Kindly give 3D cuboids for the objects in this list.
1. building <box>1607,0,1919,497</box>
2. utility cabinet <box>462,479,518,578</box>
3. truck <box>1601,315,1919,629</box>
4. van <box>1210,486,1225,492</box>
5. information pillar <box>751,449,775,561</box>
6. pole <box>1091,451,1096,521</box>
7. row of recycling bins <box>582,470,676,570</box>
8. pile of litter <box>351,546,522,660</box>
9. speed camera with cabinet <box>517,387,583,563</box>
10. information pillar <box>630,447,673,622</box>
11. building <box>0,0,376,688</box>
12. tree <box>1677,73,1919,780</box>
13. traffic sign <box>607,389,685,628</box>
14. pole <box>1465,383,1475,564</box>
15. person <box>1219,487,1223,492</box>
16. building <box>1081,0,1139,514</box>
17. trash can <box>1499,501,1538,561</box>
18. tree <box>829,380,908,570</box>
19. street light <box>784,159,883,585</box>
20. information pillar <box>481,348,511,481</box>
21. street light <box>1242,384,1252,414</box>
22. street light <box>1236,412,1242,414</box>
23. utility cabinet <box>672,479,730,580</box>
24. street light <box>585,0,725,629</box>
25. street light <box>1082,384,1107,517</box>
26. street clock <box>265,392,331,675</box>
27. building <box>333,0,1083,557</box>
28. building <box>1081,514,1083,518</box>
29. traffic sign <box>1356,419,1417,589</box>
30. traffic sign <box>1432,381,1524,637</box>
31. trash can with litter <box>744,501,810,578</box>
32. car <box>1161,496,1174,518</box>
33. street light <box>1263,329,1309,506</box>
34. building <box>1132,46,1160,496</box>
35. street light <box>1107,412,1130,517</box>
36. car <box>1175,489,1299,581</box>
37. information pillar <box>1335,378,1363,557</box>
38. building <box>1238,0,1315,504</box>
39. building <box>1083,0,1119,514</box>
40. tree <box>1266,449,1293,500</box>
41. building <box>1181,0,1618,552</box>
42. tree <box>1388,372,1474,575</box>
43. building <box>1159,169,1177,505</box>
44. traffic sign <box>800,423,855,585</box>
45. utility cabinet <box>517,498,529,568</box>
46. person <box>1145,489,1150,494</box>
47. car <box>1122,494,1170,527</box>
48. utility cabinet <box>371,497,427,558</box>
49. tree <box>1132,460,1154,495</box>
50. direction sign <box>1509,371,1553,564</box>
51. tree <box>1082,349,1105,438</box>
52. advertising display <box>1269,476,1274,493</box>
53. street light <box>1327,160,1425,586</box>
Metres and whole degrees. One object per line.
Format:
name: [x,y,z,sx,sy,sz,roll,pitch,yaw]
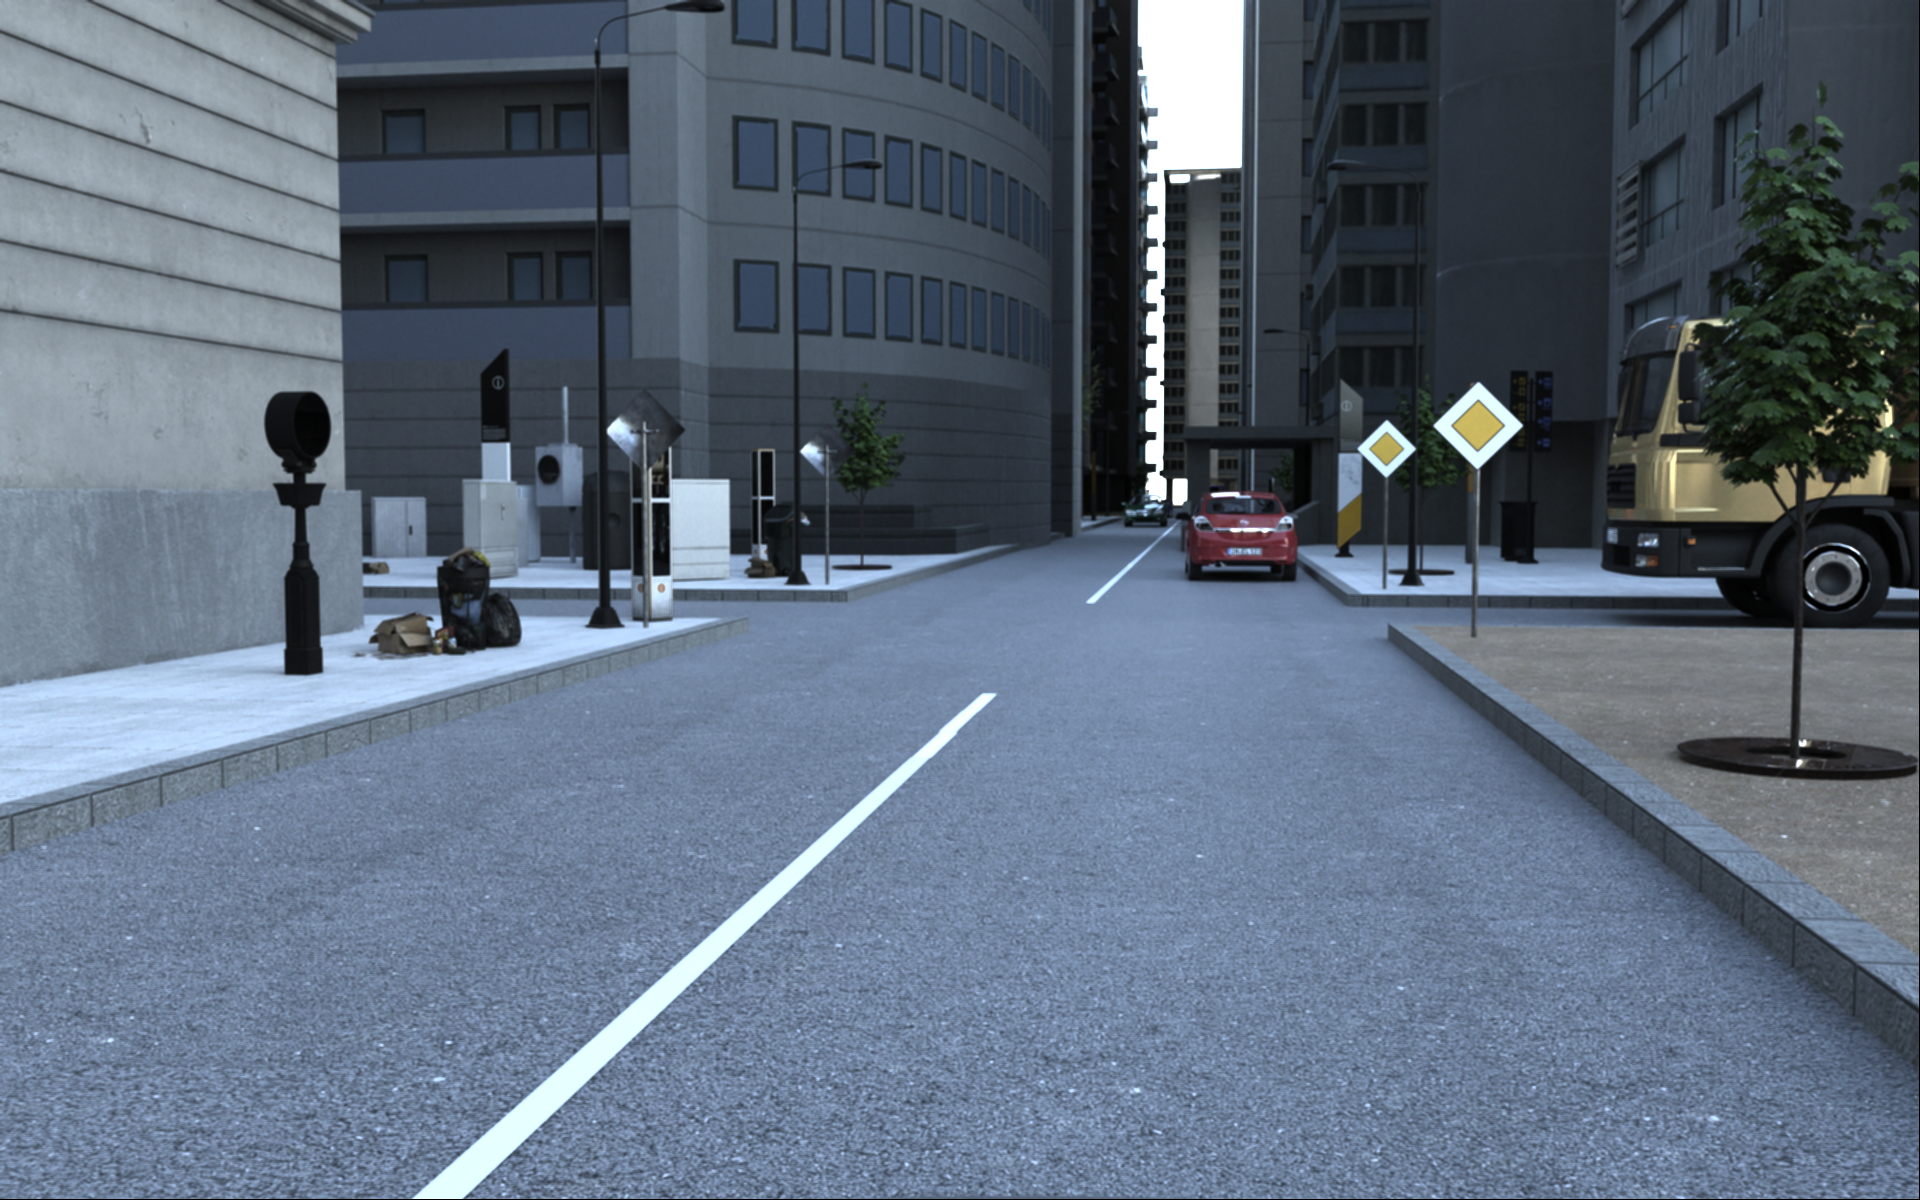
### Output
building: [19.295,-21.018,27.231,14.086,41.232,14.154,1,4,8]
utility cabinet: [-7.120,-1.079,26.327,0.318,1.500,1.173,1,4,12]
truck: [11.320,-1.392,18.685,9.791,3.379,3.469,1,4,10]
van: [18.487,-7.517,127.294,2.240,2.365,5.245,0,4,6]
information pillar: [-3.232,-1.466,28.458,0.304,2.012,0.304,-2,4,-31]
pole: [6.407,-5.447,82.901,0.158,3.312,0.155,0,3,0]
row of recycling bins: [-5.862,-1.450,30.819,1.069,1.692,3.534,0,4,8]
pile of litter: [-4.323,-0.019,14.277,1.176,0.858,1.719,2,4,34]
speed camera with cabinet: [-7.982,-2.318,32.230,2.038,3.252,0.660,2,4,29]
information pillar: [-3.116,-0.795,17.488,0.304,2.012,0.304,3,5,40]
building: [-17.536,-13.674,10.965,23.554,28.519,14.401,1,4,8]
tree: [3.898,-0.824,8.071,1.663,3.219,1.824,0,3,0]
traffic sign: [-3.011,-0.790,16.562,0.795,2.450,0.064,1,4,8]
pole: [9.404,-2.322,31.802,0.158,3.312,0.155,0,3,0]
person: [13.710,-5.067,91.446,0.694,1.812,0.767,2,4,26]
building: [6.615,-29.646,134.826,14.600,45.320,14.200,1,4,8]
trash can: [10.670,-1.314,33.135,0.748,1.137,0.748,0,3,0]
tree: [-1.623,-2.137,29.534,1.663,3.219,1.824,0,3,0]
street light: [-1.767,-3.164,24.268,1.470,5.913,1.316,1,4,8]
information pillar: [-7.459,-2.235,27.900,0.504,3.616,0.183,1,4,17]
street light: [12.786,-6.158,73.226,1.470,5.913,1.316,1,4,8]
street light: [16.252,-7.657,97.730,1.470,5.913,1.316,1,4,8]
utility cabinet: [-4.000,-1.044,25.755,1.173,1.500,0.318,-3,5,-41]
street light: [-2.888,-2.684,16.429,1.470,5.913,1.316,1,4,8]
street light: [5.361,-6.177,73.537,1.470,5.913,1.316,1,4,8]
street clock: [-4.683,-0.473,12.303,0.358,2.002,0.471,1,4,12]
building: [-8.055,-30.920,47.533,21.231,58.520,28.212,1,4,8]
building: [-0.744,-26.732,87.176,14.600,45.320,14.200,1,4,8]
traffic sign: [5.738,-1.206,23.356,0.795,2.450,0.064,1,4,8]
traffic sign: [4.602,-0.722,15.452,0.795,2.450,0.064,1,4,8]
trash can with litter: [-2.839,-0.939,26.747,0.624,1.170,1.055,2,4,28]
car: [11.900,-5.605,104.215,1.945,1.354,3.894,1,4,10]
street light: [9.220,-4.660,48.736,1.470,5.913,1.316,1,4,8]
building: [7.038,-35.164,194.546,30.456,49.044,23.786,1,4,8]
street light: [8.911,-7.675,98.030,1.470,5.913,1.316,1,4,8]
car: [4.829,-1.288,30.091,2.155,1.783,4.494,0,4,6]
information pillar: [7.896,-2.677,35.125,0.504,3.616,0.183,0,4,-1]
building: [36.001,-37.594,156.661,21.231,58.520,28.212,1,4,8]
building: [-1.047,-28.110,114.226,22.147,44.769,28.867,1,4,8]
tree: [12.709,-4.359,65.870,1.663,3.219,1.824,0,3,0]
building: [22.409,-21.674,46.251,32.217,40.220,23.993,1,4,8]
tree: [7.404,-2.020,27.625,1.663,3.219,1.824,0,3,0]
building: [34.651,-30.755,194.727,23.993,40.220,32.217,1,4,8]
traffic sign: [-1.876,-1.274,24.467,0.795,2.450,0.064,1,4,8]
utility cabinet: [-7.949,-1.191,30.629,0.306,1.237,1.020,-2,4,-35]
person: [10.964,-5.554,100.094,0.721,1.735,1.217,0,4,-1]
car: [8.300,-4.001,77.216,2.131,1.459,4.920,0,4,8]
utility cabinet: [-11.293,-1.451,34.880,1.020,1.237,0.306,-2,4,-31]
tree: [14.810,-10.068,148.327,4.285,4.588,4.351,0,3,0]
direction sign: [10.518,-2.445,31.970,0.876,3.537,0.379,-1,4,-16]
tree: [3.615,-7.307,69.838,4.737,8.622,4.395,0,3,0]
advertising display: [11.429,-3.568,63.558,0.123,1.923,0.974,1,4,15]
street light: [5.809,-3.161,24.223,1.470,5.913,1.316,1,4,8]
